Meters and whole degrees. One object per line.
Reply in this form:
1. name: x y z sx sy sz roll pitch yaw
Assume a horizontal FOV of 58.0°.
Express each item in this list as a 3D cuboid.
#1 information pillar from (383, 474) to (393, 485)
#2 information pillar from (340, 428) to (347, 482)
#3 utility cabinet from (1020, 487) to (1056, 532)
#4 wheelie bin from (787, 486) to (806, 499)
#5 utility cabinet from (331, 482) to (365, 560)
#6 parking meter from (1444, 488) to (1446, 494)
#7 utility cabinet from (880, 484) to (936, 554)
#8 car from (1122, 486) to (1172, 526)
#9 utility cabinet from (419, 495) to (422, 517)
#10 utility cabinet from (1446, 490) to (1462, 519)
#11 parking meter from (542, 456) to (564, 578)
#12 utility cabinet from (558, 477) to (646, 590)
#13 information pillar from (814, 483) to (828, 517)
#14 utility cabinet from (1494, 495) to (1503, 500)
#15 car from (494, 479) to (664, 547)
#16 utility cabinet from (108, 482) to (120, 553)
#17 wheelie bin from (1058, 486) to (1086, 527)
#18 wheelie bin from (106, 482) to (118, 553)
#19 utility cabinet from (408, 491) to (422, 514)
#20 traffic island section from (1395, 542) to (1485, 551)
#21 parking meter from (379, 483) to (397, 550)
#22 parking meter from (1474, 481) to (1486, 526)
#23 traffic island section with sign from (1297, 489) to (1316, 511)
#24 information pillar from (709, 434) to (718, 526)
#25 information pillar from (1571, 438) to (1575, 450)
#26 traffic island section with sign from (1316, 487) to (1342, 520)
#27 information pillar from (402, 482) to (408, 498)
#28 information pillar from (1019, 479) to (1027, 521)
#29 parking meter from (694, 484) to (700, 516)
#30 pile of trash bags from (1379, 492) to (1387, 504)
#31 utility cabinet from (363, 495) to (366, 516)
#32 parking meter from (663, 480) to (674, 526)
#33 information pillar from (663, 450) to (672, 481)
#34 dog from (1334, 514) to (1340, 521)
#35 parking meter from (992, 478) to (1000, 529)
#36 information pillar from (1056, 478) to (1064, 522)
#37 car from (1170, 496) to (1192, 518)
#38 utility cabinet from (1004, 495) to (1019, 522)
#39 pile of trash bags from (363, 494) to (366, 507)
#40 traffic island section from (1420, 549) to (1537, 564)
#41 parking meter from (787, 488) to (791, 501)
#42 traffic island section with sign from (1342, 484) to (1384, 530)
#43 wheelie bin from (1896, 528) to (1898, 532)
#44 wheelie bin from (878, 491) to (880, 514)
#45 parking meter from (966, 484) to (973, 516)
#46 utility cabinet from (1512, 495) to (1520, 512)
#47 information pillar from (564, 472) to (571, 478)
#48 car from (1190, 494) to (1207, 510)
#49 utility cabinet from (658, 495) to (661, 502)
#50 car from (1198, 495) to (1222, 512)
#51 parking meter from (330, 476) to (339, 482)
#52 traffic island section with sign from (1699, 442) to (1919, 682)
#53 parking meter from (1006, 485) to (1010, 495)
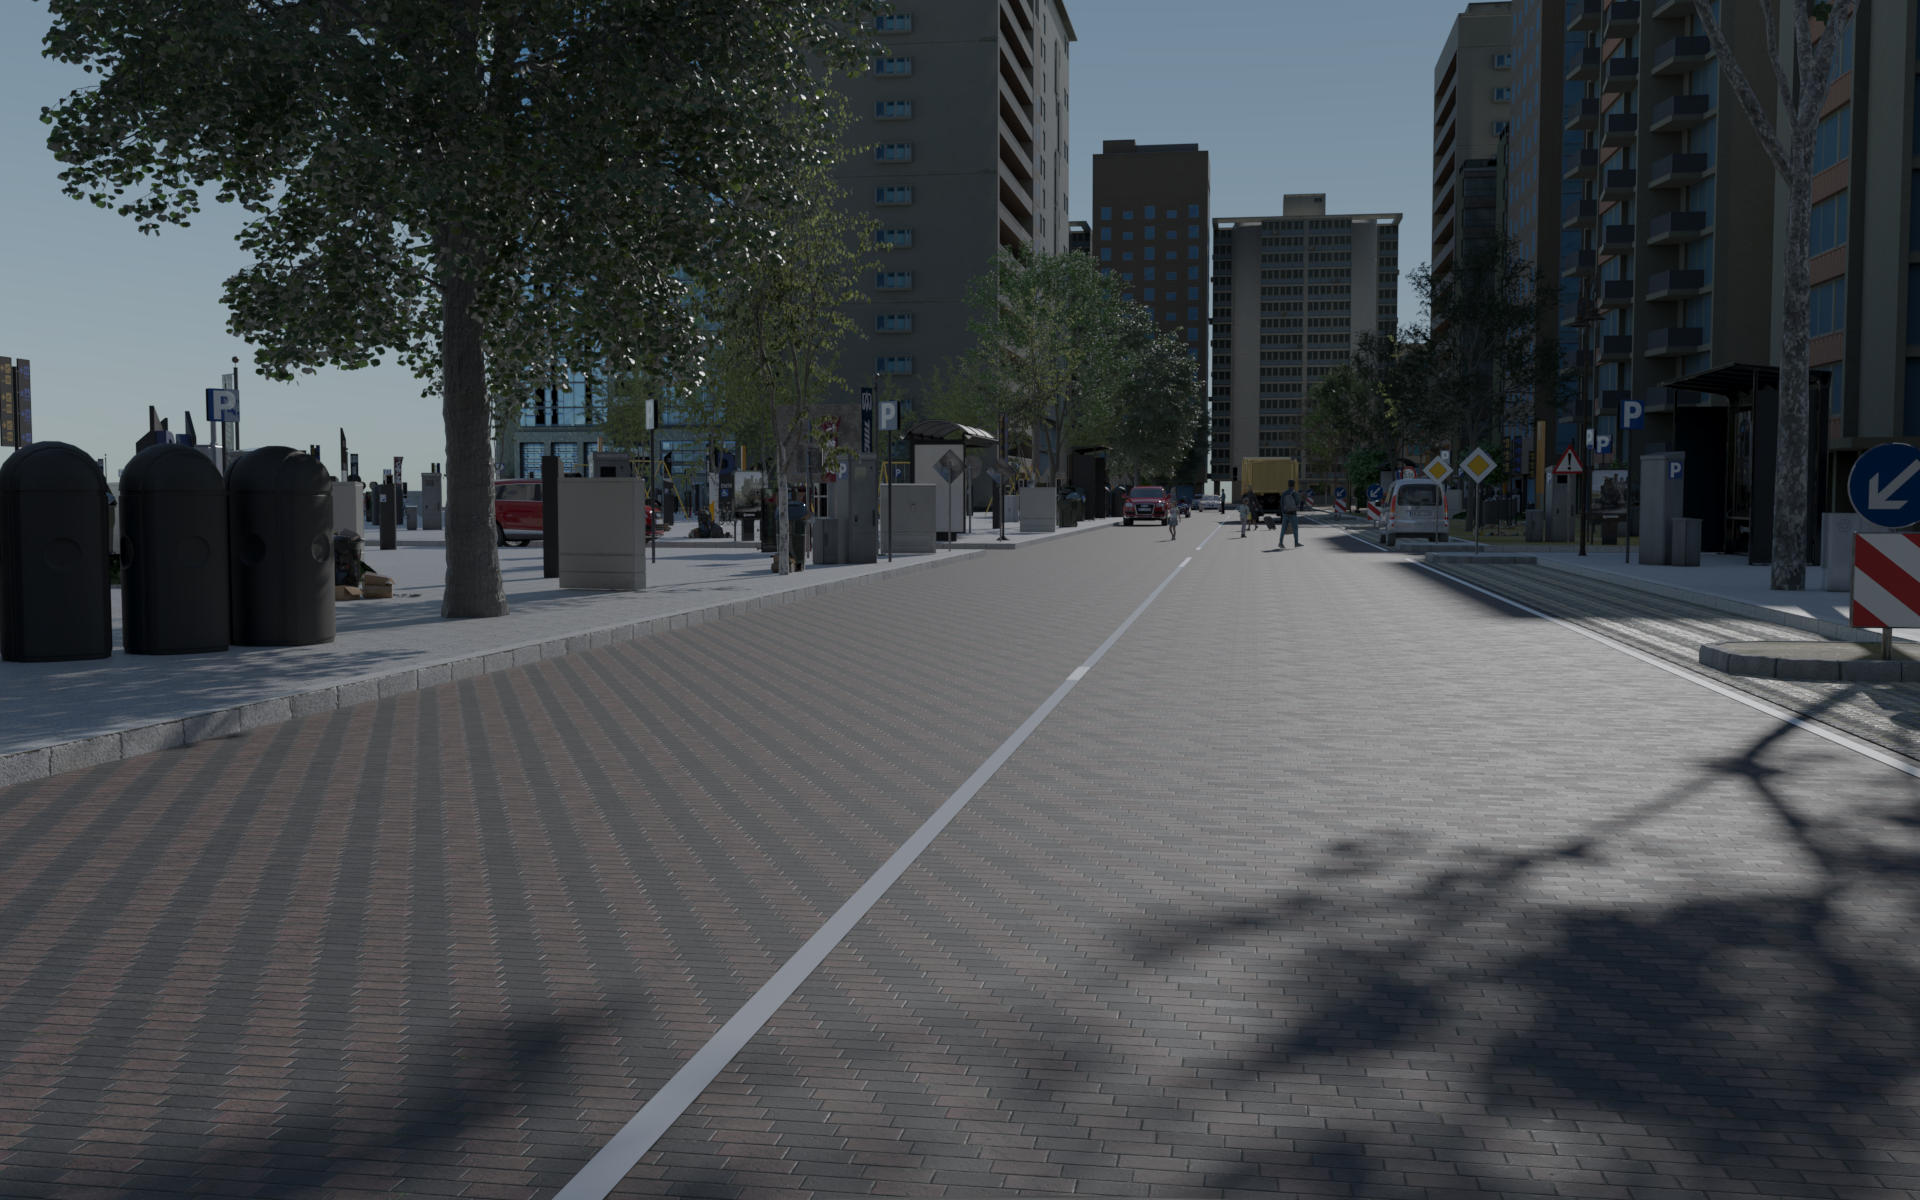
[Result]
1. information pillar: -21.377 -3.687 64.781 0.304 2.012 0.304 -3 4 -39
2. information pillar: -21.786 -4.275 61.250 0.183 3.616 0.504 0 4 -6
3. utility cabinet: 2.576 -2.963 57.126 1.173 1.500 0.318 1 4 10
4. wheelie bin: -6.355 -3.700 68.395 0.980 1.594 0.693 -1 4 -11
5. utility cabinet: -11.254 -1.360 30.911 1.173 1.500 0.318 1 4 8
6. parking meter: 18.306 -3.523 66.012 0.372 1.533 0.369 0 3 0
7. utility cabinet: -1.104 -1.717 36.749 1.173 1.500 0.318 0 4 -6
8. car: 8.637 -4.351 79.817 2.281 1.827 5.304 1 4 9
9. utility cabinet: -30.368 -5.368 98.924 1.020 1.237 0.306 -1 4 -14
10. utility cabinet: 25.115 -4.900 88.794 1.173 1.500 0.318 3 5 40
11. parking meter: -6.240 -1.278 26.599 0.255 1.863 0.399 0 4 2
12. utility cabinet: -4.776 -0.884 23.125 1.173 1.500 0.318 1 4 22
13. information pillar: -3.807 -2.627 47.444 0.304 2.012 0.304 -2 4 -29
14. utility cabinet: 34.939 -6.180 112.198 1.020 1.237 0.306 -3 5 -44
15. car: -10.074 -2.131 43.519 5.304 1.827 2.281 0 4 8
16. utility cabinet: -15.807 -1.477 32.830 0.318 1.500 1.173 -3 5 -40
17. wheelie bin: 4.165 -3.602 66.800 0.980 1.594 0.693 2 4 28
18. wheelie bin: -15.872 -1.453 31.657 0.980 1.594 0.693 1 4 12
19. utility cabinet: -34.739 -6.240 110.703 1.173 1.500 0.318 0 4 -7
20. traffic island section: 12.304 -1.367 44.636 2.009 0.180 2.903 1 4 9
21. parking meter: -13.162 -1.922 39.833 0.372 1.533 0.369 0 3 0
22. parking meter: 20.793 -3.885 69.231 0.399 1.863 0.255 3 5 44
23. traffic island section with sign: 29.153 -8.340 144.992 1.989 1.847 2.006 1 4 9
24. information pillar: -9.602 -4.655 67.459 0.183 3.616 0.504 2 4 27
25. information pillar: 25.437 -4.934 72.022 0.183 3.616 0.504 1 4 10
26. traffic island section with sign: 20.931 -5.344 95.999 1.989 1.847 2.006 1 4 9
27. information pillar: -34.034 -6.216 106.118 0.304 2.012 0.304 -2 4 -34
28. information pillar: 3.033 -4.819 83.286 0.304 2.012 0.304 3 5 41
29. parking meter: -15.701 -5.976 103.413 0.255 1.863 0.399 -1 4 -16
30. pile of trash bags: 23.240 -5.130 93.620 1.912 1.369 3.447 1 4 22
31. utility cabinet: -40.036 -6.421 116.143 1.020 1.237 0.306 0 4 -7
32. parking meter: -11.782 -3.936 70.063 0.399 1.863 0.255 2 4 25
33. information pillar: -15.401 -6.114 91.321 0.504 3.616 0.183 -3 4 -36
34. dog: 19.836 -4.324 90.889 0.748 0.427 0.550 -2 4 -30
35. parking meter: 1.376 -3.573 64.131 0.255 1.863 0.399 1 4 23
36. information pillar: 4.591 -4.610 79.873 0.304 2.012 0.304 1 4 15
37. car: 13.086 -5.653 105.014 1.945 1.354 3.894 1 4 9
38. utility cabinet: 2.263 -4.172 79.372 0.306 1.237 1.020 -2 4 -35
39. pile of trash bags: -35.773 -5.586 101.089 1.912 1.369 3.447 3 4 38
40. traffic island section: 10.983 -0.886 36.761 2.009 0.180 2.903 1 4 9
41. parking meter: -6.788 -3.748 69.693 0.372 1.533 0.369 0 3 0
42. traffic island section with sign: 16.474 -3.718 69.413 1.989 1.847 2.006 1 4 9
43. wheelie bin: 25.651 -2.457 48.088 0.693 1.594 0.980 -1 4 -21
44. wheelie bin: -4.876 -6.291 110.768 0.980 1.594 0.693 2 4 29
45. parking meter: 0.567 -5.816 100.802 0.399 1.863 0.255 3 5 43
46. utility cabinet: 34.266 -5.855 106.895 0.306 1.237 1.020 0 4 2
47. information pillar: -13.347 -3.322 58.810 0.304 2.012 0.304 -1 4 -11
48. car: 21.369 -8.626 153.032 2.014 1.417 4.499 1 4 11
49. utility cabinet: -17.880 -5.527 101.531 0.306 1.237 1.020 -3 4 -38
50. car: 20.108 -7.739 138.897 2.083 1.381 4.827 0 4 8
51. parking meter: -20.079 -3.048 55.549 0.255 1.863 0.399 0 4 -3
52. traffic island section with sign: 7.182 -0.333 14.069 1.989 1.847 2.006 1 4 9
53. parking meter: 3.144 -6.618 113.915 0.255 1.863 0.399 0 4 -3
